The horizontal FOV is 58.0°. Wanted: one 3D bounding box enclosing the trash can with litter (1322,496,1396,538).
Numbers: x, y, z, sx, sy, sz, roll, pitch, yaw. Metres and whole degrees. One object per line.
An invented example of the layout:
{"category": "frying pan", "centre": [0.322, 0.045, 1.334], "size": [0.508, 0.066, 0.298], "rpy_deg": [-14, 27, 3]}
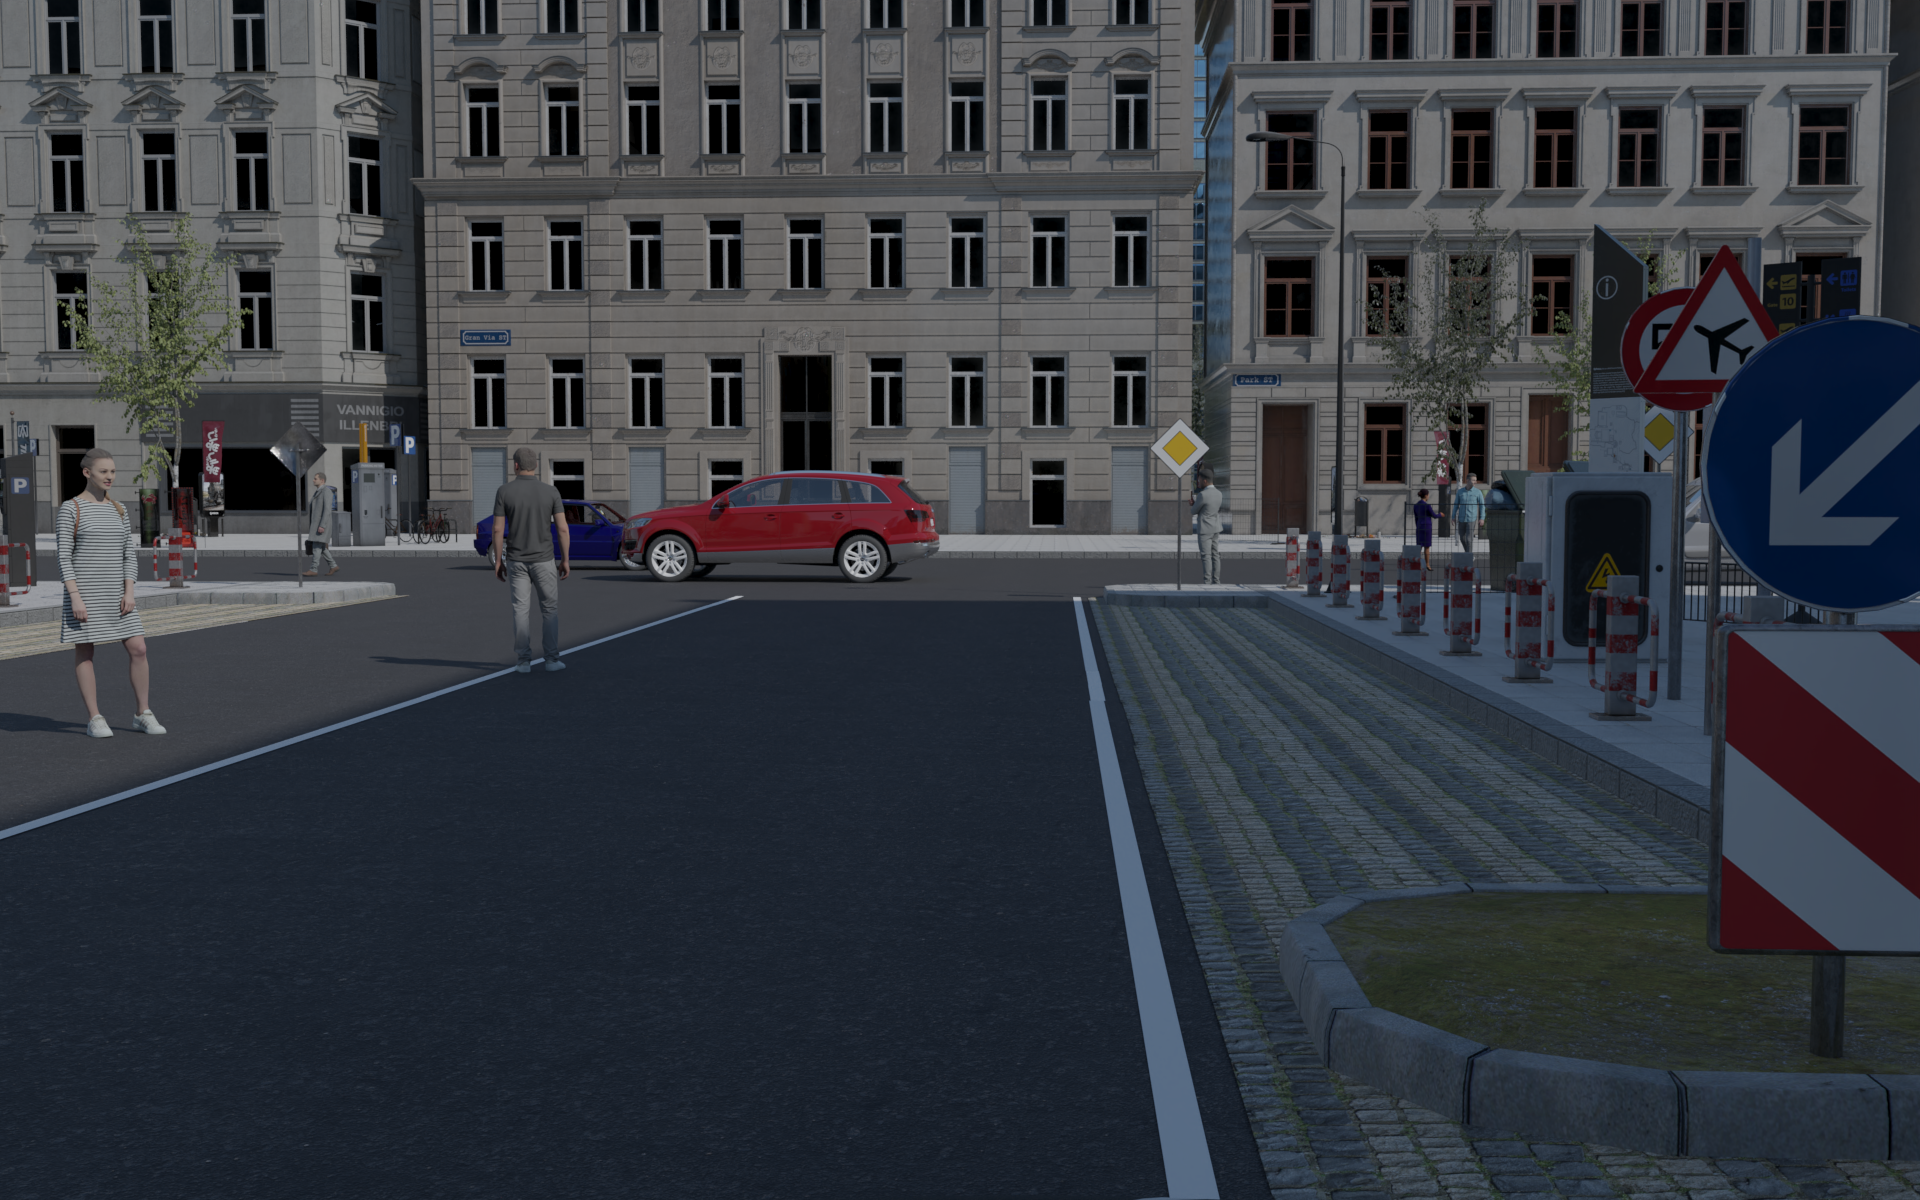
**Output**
{"category": "trash can with litter", "centre": [11.589, -2.430, 50.793], "size": [1.678, 1.210, 2.233], "rpy_deg": [-2, 4, -29]}

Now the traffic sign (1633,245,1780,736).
{"category": "traffic sign", "centre": [3.991, -0.559, 9.142], "size": [0.884, 2.594, 0.081], "rpy_deg": [0, 4, 6]}

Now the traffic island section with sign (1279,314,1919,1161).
{"category": "traffic island section with sign", "centre": [1.924, 0.244, 4.644], "size": [1.989, 1.847, 2.006], "rpy_deg": [0, 4, 3]}

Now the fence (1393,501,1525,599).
{"category": "fence", "centre": [6.468, -0.604, 21.084], "size": [2.264, 1.192, 0.480], "rpy_deg": [0, 4, 2]}

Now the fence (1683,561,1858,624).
{"category": "fence", "centre": [6.754, 0.030, 14.893], "size": [0.278, 0.683, 2.069], "rpy_deg": [-2, 4, -32]}

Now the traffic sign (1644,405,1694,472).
{"category": "traffic sign", "centre": [8.543, -1.224, 21.203], "size": [0.795, 2.450, 0.064], "rpy_deg": [1, 4, 9]}

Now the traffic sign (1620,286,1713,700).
{"category": "traffic sign", "centre": [4.462, -0.651, 10.742], "size": [0.768, 2.556, 0.104], "rpy_deg": [0, 4, 7]}

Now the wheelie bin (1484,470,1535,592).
{"category": "wheelie bin", "centre": [7.371, -0.921, 22.974], "size": [0.980, 1.594, 0.693], "rpy_deg": [-2, 4, -32]}

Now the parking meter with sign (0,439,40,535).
{"category": "parking meter with sign", "centre": [-29.632, -3.524, 53.881], "size": [0.543, 3.016, 1.738], "rpy_deg": [3, 5, 41]}

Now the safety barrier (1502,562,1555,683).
{"category": "safety barrier", "centre": [3.873, 0.151, 11.799], "size": [0.300, 0.817, 1.120], "rpy_deg": [0, 4, 3]}

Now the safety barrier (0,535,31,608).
{"category": "safety barrier", "centre": [-10.865, -0.326, 19.607], "size": [0.300, 0.817, 1.120], "rpy_deg": [0, 4, 3]}

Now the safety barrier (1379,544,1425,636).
{"category": "safety barrier", "centre": [4.091, -0.088, 15.710], "size": [0.300, 0.817, 1.120], "rpy_deg": [0, 4, 3]}

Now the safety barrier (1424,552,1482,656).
{"category": "safety barrier", "centre": [3.983, 0.032, 13.753], "size": [0.300, 0.817, 1.120], "rpy_deg": [0, 4, 3]}

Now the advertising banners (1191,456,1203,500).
{"category": "advertising banners", "centre": [10.205, -4.985, 77.700], "size": [2.074, 3.025, 0.090], "rpy_deg": [3, 5, 43]}

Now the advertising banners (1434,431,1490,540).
{"category": "advertising banners", "centre": [14.076, -3.190, 48.347], "size": [2.074, 3.025, 0.090], "rpy_deg": [-1, 4, -20]}

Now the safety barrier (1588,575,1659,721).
{"category": "safety barrier", "centre": [3.762, 0.271, 9.849], "size": [0.300, 0.817, 1.120], "rpy_deg": [0, 4, 3]}

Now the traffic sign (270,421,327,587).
{"category": "traffic sign", "centre": [-9.056, -1.229, 23.735], "size": [0.795, 2.450, 0.064], "rpy_deg": [0, 4, 3]}

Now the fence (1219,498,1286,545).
{"category": "fence", "centre": [7.318, -2.050, 44.715], "size": [2.264, 1.192, 0.480], "rpy_deg": [3, 5, 42]}

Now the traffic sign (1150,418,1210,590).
{"category": "traffic sign", "centre": [2.919, -1.187, 23.055], "size": [0.795, 2.450, 0.064], "rpy_deg": [0, 4, 3]}

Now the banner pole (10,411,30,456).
{"category": "banner pole", "centre": [-28.349, -3.806, 52.243], "size": [0.863, 3.779, 0.401], "rpy_deg": [1, 4, 17]}

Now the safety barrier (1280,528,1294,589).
{"category": "safety barrier", "centre": [4.519, -0.566, 23.533], "size": [0.300, 0.817, 1.120], "rpy_deg": [0, 4, 3]}

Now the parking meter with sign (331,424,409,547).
{"category": "parking meter with sign", "centre": [-14.576, -2.832, 42.567], "size": [0.543, 3.016, 1.738], "rpy_deg": [3, 5, 43]}

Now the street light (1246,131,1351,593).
{"category": "street light", "centre": [4.361, -3.045, 22.334], "size": [1.470, 5.913, 1.316], "rpy_deg": [0, 4, 3]}

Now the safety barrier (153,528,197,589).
{"category": "safety barrier", "centre": [-10.648, -0.565, 23.514], "size": [0.300, 0.817, 1.120], "rpy_deg": [0, 4, 3]}

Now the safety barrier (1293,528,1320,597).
{"category": "safety barrier", "centre": [4.411, -0.447, 21.577], "size": [0.300, 0.817, 1.120], "rpy_deg": [0, 4, 3]}

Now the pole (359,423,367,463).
{"category": "pole", "centre": [-17.228, -3.439, 50.073], "size": [0.158, 3.312, 0.155], "rpy_deg": [0, 3, 0]}

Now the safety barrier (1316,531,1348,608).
{"category": "safety barrier", "centre": [4.306, -0.326, 19.612], "size": [0.300, 0.817, 1.120], "rpy_deg": [0, 4, 3]}

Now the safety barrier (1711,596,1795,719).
{"category": "safety barrier", "centre": [3.655, 0.390, 7.898], "size": [0.300, 0.817, 1.120], "rpy_deg": [0, 4, 3]}

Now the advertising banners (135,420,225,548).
{"category": "advertising banners", "centre": [-18.520, -2.751, 41.169], "size": [2.074, 3.025, 0.090], "rpy_deg": [0, 4, -7]}

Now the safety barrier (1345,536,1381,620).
{"category": "safety barrier", "centre": [4.199, -0.207, 17.660], "size": [0.300, 0.817, 1.120], "rpy_deg": [0, 4, 3]}

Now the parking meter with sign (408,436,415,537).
{"category": "parking meter with sign", "centre": [-17.362, -3.435, 52.416], "size": [1.738, 3.016, 0.543], "rpy_deg": [1, 4, 19]}
